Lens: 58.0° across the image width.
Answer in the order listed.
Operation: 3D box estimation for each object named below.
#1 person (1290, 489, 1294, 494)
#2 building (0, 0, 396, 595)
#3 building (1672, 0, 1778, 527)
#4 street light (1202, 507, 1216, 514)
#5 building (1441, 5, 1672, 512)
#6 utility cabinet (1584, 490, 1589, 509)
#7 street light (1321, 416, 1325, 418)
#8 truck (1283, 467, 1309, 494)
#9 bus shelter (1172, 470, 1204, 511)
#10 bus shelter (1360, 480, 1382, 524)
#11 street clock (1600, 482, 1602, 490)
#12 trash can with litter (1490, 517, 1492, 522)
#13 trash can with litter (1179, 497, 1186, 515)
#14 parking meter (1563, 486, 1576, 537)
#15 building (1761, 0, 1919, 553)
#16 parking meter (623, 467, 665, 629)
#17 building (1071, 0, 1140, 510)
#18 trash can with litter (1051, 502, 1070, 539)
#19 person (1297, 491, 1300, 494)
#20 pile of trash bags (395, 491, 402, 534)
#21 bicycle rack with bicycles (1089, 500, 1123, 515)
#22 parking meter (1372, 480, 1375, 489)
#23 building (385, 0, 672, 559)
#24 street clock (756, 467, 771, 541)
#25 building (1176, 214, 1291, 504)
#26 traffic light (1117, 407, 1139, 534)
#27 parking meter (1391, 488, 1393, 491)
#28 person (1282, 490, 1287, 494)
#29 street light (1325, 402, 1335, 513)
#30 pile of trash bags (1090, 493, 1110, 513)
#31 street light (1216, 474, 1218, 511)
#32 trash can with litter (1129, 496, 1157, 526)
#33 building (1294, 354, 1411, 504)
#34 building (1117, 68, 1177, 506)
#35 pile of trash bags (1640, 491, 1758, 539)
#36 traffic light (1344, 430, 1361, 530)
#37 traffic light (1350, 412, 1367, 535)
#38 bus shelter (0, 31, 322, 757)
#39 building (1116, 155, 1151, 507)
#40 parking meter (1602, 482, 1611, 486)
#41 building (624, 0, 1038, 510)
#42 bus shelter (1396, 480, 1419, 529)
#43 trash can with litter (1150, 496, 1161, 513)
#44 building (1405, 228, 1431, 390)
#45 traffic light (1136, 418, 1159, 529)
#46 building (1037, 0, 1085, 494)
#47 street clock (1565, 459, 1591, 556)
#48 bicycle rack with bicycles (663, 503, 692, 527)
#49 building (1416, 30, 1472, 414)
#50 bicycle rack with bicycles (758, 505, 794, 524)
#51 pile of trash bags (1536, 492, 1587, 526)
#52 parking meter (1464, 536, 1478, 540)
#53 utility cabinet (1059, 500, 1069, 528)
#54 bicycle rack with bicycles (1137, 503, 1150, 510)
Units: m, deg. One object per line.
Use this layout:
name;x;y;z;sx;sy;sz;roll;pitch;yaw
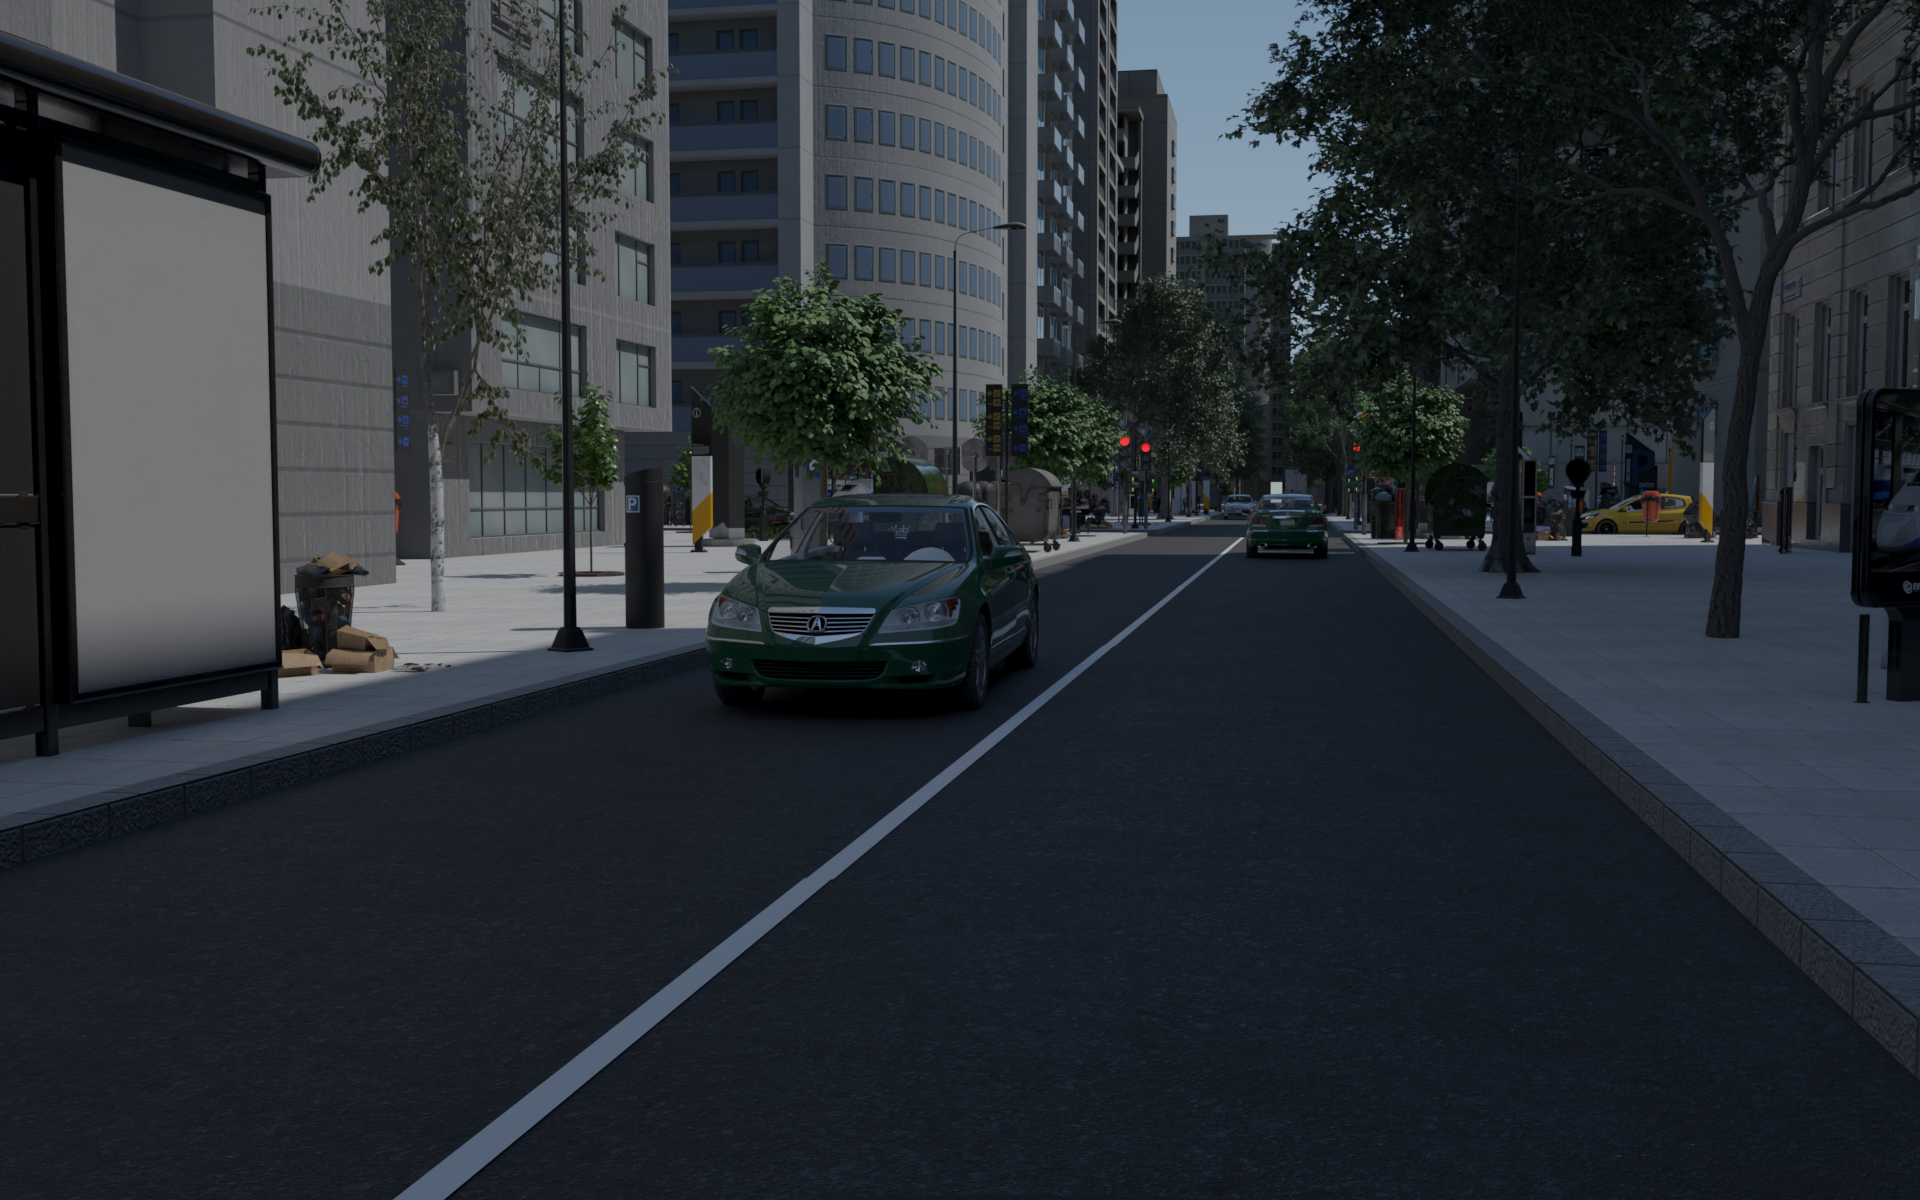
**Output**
person;19.936;-5.790;103.925;0.760;1.731;0.466;-2;4;-29
building;-21.075;-28.710;11.414;21.231;58.520;28.212;1;4;11
building;42.900;-27.525;73.730;21.600;48.544;21.300;1;4;11
street light;13.205;-7.534;95.725;1.470;5.913;1.316;1;4;11
building;47.828;-32.317;117.625;28.713;52.752;27.495;1;4;11
utility cabinet;36.674;-5.689;101.692;0.318;1.500;1.173;1;4;11
street light;19.083;-7.023;87.363;1.470;5.913;1.316;1;4;11
truck;35.767;-11.957;184.417;2.839;4.237;11.283;1;4;11
bus shelter;14.725;-7.256;112.552;2.014;3.302;5.546;1;4;11
bus shelter;19.174;-6.186;78.773;2.179;5.291;8.768;1;4;11
street clock;39.017;-6.153;105.164;0.358;2.002;0.471;0;4;6
trash can with litter;25.194;-4.234;80.284;1.678;1.210;2.233;-1;4;-9
trash can with litter;13.805;-5.813;106.437;0.624;1.170;1.055;-2;4;-28
parking meter;18.373;-2.676;52.161;0.372;1.533;0.369;0;3;0
building;23.685;-14.261;30.429;12.463;27.353;25.104;1;4;11
parking meter;-3.023;-0.500;16.588;0.372;1.533;0.369;0;3;0
building;5.134;-43.519;149.782;20.563;71.187;20.611;1;4;11
trash can with litter;2.705;-2.327;49.440;0.624;1.170;1.055;2;4;31
person;28.782;-8.411;146.743;0.721;1.736;1.217;3;5;44
pile of trash bags;-18.058;-2.619;52.581;3.447;1.369;1.912;2;4;32
bicycle rack with bicycles;7.699;-5.556;104.217;2.852;0.926;2.925;-2;4;-24
parking meter;17.066;-3.983;70.833;0.399;1.863;0.255;-3;5;-42
building;-14.924;-21.832;40.549;14.086;41.232;14.154;1;4;11
street clock;-5.350;-2.602;47.116;0.358;2.002;0.471;-2;4;-33
building;34.819;-33.762;243.895;23.993;40.220;32.217;1;4;11
traffic light;5.349;-4.097;55.901;0.839;4.253;0.868;1;4;11
parking meter;17.243;-3.752;69.753;0.372;1.533;0.369;0;3;0
person;29.839;-9.215;159.036;0.709;1.838;0.599;3;4;39
street light;15.921;-6.048;71.428;1.470;5.913;1.316;1;4;11
pile of trash bags;9.439;-6.764;120.341;1.912;1.369;3.447;0;4;0
street light;16.462;-8.543;112.227;1.470;5.913;1.316;1;4;11
trash can with litter;7.198;-3.637;70.523;1.678;1.210;2.233;1;4;17
building;60.382;-23.997;237.384;28.899;21.520;27.650;1;4;11
building;13.248;-35.064;196.989;21.600;48.544;21.300;1;4;11
pile of trash bags;21.651;-2.512;50.830;1.912;1.369;3.447;-3;5;-44
traffic light;14.249;-4.490;62.328;0.839;4.253;0.868;1;4;11
traffic light;12.726;-4.010;54.489;0.839;4.253;0.868;1;4;11
bus shelter;-5.659;-1.745;6.167;2.179;5.291;8.768;1;4;11
building;2.870;-29.478;173.841;32.217;40.220;23.993;1;4;11
parking meter;31.579;-4.824;84.587;0.399;1.863;0.255;3;4;38
building;-8.523;-33.348;87.234;21.231;58.520;28.212;1;4;11
bus shelter;16.968;-4.484;64.595;1.731;3.624;6.357;1;4;11
trash can with litter;13.137;-6.311;114.580;1.055;1.170;0.624;-3;5;-39
building;58.599;-34.423;182.420;23.786;49.044;30.456;1;4;11
traffic light;6.872;-4.576;63.740;0.839;4.253;0.868;1;4;11
building;-3.122;-30.876;124.437;23.786;49.044;30.456;1;4;11
street clock;12.707;-1.900;35.643;0.471;2.002;0.358;2;4;28
bicycle rack with bicycles;-11.885;-3.402;69.002;2.852;0.926;2.925;0;4;1
building;52.391;-30.518;153.595;22.147;44.769;28.867;1;4;11
bicycle rack with bicycles;-4.866;-2.679;57.189;2.925;0.926;2.852;3;5;42
pile of trash bags;24.036;-3.621;68.948;1.912;1.369;3.447;0;4;-2
parking meter;14.391;-2.633;48.760;0.399;1.863;0.255;1;4;10
utility cabinet;3.734;-3.321;65.457;1.020;1.237;0.306;1;4;13
bicycle rack with bicycles;12.556;-6.876;125.800;2.925;0.926;2.852;-2;4;-26
